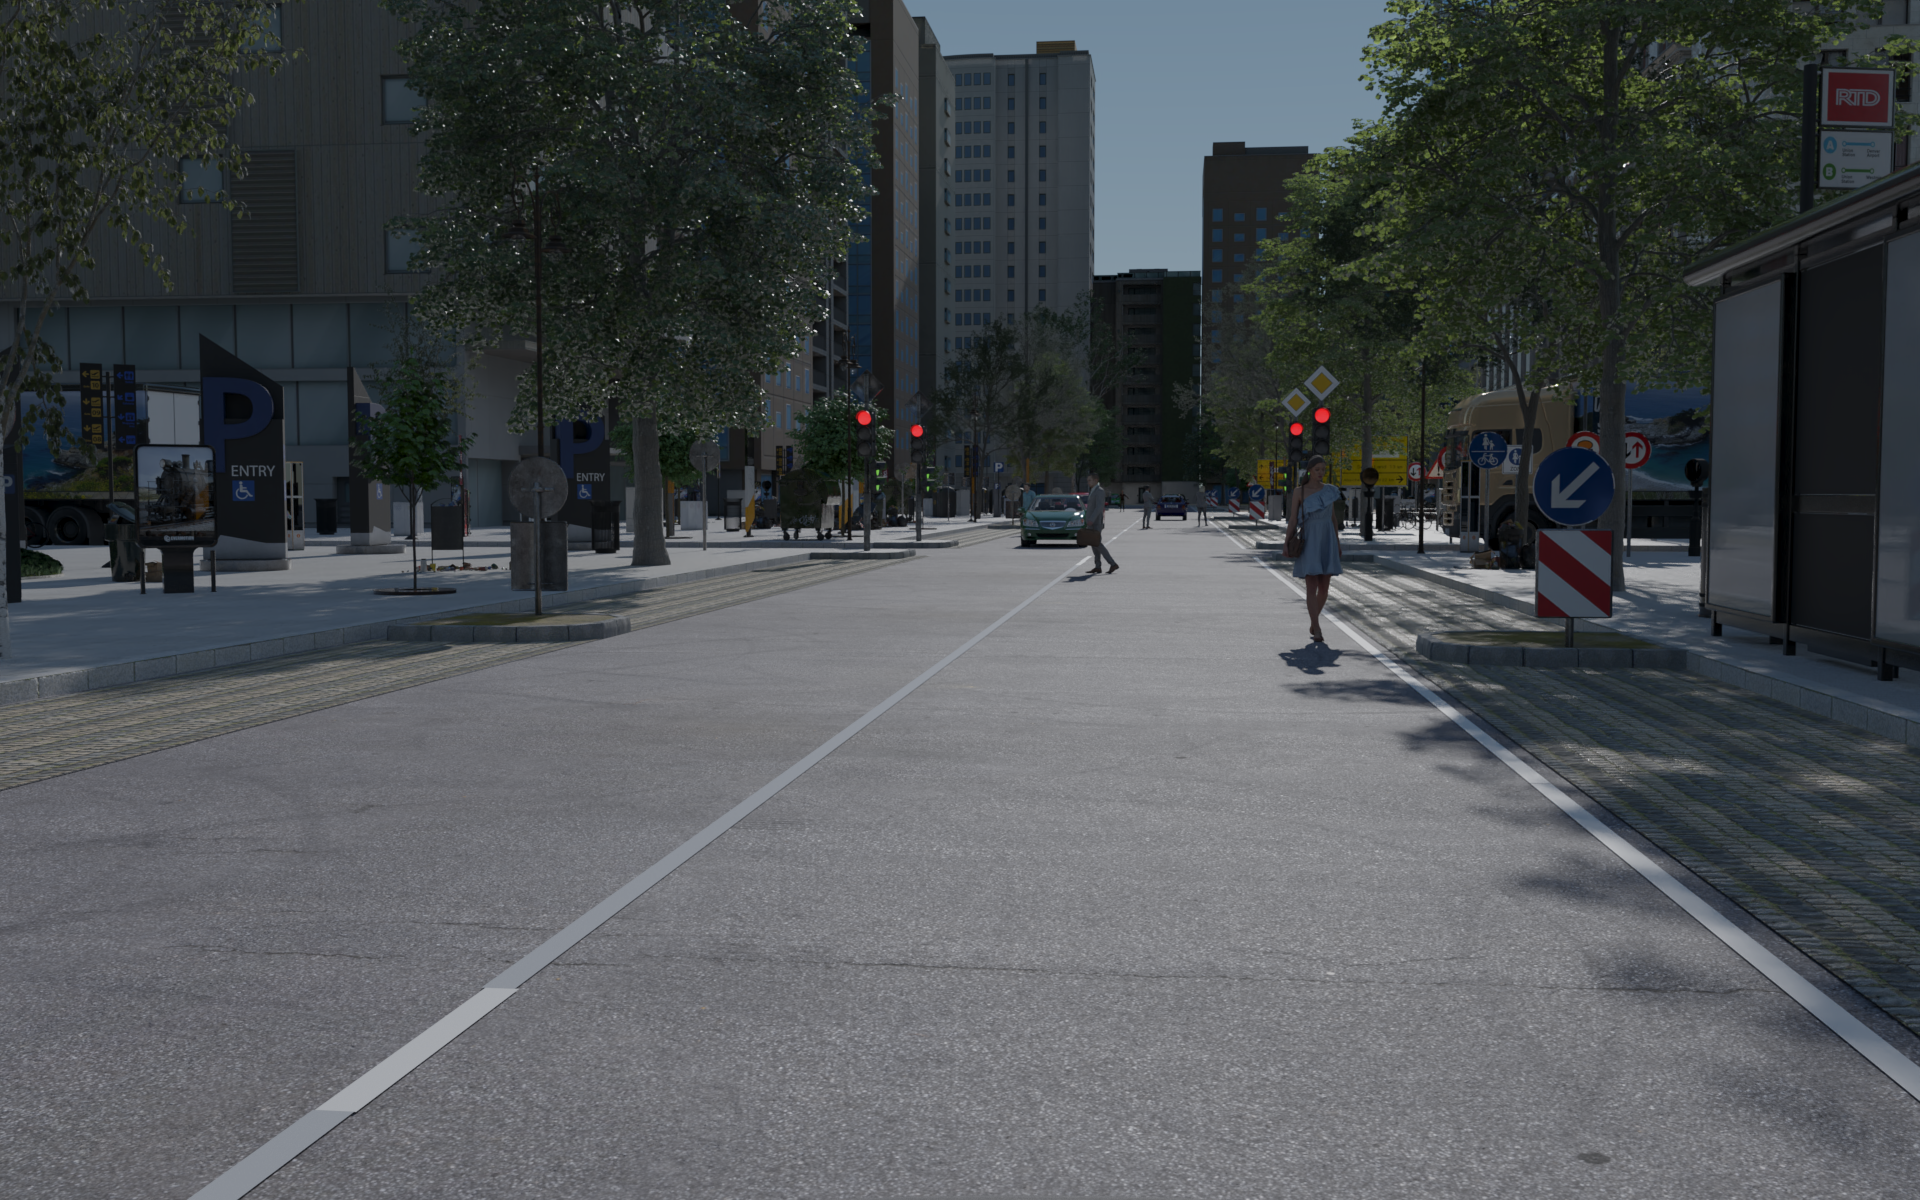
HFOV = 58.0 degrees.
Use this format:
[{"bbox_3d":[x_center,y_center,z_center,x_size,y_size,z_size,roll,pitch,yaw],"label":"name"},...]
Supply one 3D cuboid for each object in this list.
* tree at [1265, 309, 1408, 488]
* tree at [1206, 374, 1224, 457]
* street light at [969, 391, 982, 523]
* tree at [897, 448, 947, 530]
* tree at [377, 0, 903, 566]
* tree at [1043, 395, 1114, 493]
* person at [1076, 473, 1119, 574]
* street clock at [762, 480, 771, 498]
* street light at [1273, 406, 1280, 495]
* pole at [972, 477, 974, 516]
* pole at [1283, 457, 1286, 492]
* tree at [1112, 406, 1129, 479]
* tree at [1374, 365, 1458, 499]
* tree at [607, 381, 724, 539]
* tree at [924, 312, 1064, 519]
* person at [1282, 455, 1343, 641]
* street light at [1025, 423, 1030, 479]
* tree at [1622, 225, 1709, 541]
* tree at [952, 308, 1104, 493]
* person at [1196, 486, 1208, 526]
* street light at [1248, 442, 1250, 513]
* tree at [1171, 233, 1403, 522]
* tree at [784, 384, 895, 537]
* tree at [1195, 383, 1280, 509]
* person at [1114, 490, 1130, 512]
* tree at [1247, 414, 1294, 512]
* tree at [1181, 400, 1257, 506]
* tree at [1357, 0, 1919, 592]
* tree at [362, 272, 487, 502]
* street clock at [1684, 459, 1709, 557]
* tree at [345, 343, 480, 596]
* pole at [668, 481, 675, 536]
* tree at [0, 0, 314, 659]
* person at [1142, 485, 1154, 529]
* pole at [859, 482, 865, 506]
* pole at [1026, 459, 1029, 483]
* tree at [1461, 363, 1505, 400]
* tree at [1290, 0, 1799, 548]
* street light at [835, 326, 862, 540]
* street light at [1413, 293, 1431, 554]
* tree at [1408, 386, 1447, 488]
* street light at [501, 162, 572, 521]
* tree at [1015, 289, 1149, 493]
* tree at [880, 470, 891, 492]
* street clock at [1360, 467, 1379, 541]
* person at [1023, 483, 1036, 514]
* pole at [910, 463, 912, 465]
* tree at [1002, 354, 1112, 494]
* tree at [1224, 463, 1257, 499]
[{"bbox_3d":[13.508,-6.952,64.032,4.737,8.622,4.395,0,3,0],"label":"tree"},{"bbox_3d":[12.360,-8.203,52.252,7.486,12.596,7.792,0,3,0],"label":"tree"},{"bbox_3d":[0.680,-6.405,77.507,0.468,5.910,1.993,0,4,7],"label":"street light"},{"bbox_3d":[-1.302,-4.151,62.473,1.663,3.219,1.824,0,3,0],"label":"tree"},{"bbox_3d":[-5.580,-7.591,30.766,9.857,13.997,8.962,0,3,0],"label":"tree"},{"bbox_3d":[12.342,-15.631,181.324,9.928,11.665,9.643,0,3,0],"label":"tree"},{"bbox_3d":[2.444,-1.387,31.304,0.853,1.813,0.709,-1,4,-15],"label":"person"},{"bbox_3d":[-10.198,-5.309,91.380,0.471,2.002,0.358,-3,5,-42],"label":"street clock"},{"bbox_3d":[16.361,-7.143,89.570,0.468,5.910,1.993,0,4,7],"label":"street light"},{"bbox_3d":[0.744,-6.578,101.389,0.158,3.312,0.155,0,3,0],"label":"pole"},{"bbox_3d":[17.695,-6.153,94.452,0.158,3.312,0.155,0,3,0],"label":"pole"},{"bbox_3d":[15.600,-17.178,198.983,7.486,12.596,7.792,0,3,0],"label":"tree"},{"bbox_3d":[23.988,-8.752,93.452,4.360,8.622,3.978,0,3,0],"label":"tree"},{"bbox_3d":[-8.484,-4.057,50.046,4.285,4.588,4.351,0,3,0],"label":"tree"},{"bbox_3d":[1.211,-9.426,88.535,7.601,10.594,8.767,2,4,28],"label":"tree"},{"bbox_3d":[3.469,-0.519,17.077,0.616,1.811,0.778,0,4,2],"label":"person"},{"bbox_3d":[4.250,-8.204,106.928,0.468,5.910,1.993,0,4,7],"label":"street light"},{"bbox_3d":[19.111,-5.923,47.197,4.360,8.622,3.978,0,3,0],"label":"tree"},{"bbox_3d":[4.303,-12.488,114.547,12.009,13.543,11.850,0,3,0],"label":"tree"},{"bbox_3d":[10.811,-4.209,77.495,0.537,1.800,0.526,3,4,37],"label":"person"},{"bbox_3d":[19.902,-8.942,118.994,0.468,5.910,1.993,0,4,7],"label":"street light"},{"bbox_3d":[15.495,-10.432,80.927,12.009,13.543,11.850,0,3,0],"label":"tree"},{"bbox_3d":[-3.596,-4.171,51.917,4.285,4.588,4.351,0,3,0],"label":"tree"},{"bbox_3d":[24.585,-13.900,153.015,9.928,11.665,9.643,0,3,0],"label":"tree"},{"bbox_3d":[12.890,-7.873,137.739,1.217,1.766,0.721,1,4,16],"label":"person"},{"bbox_3d":[21.948,-10.570,123.175,4.360,8.622,3.978,0,3,0],"label":"tree"},{"bbox_3d":[28.617,-16.610,188.585,9.611,12.733,9.660,0,3,0],"label":"tree"},{"bbox_3d":[8.469,-6.418,23.059,7.486,12.596,7.792,0,3,0],"label":"tree"},{"bbox_3d":[-18.104,-6.593,58.162,4.360,8.622,3.978,0,3,0],"label":"tree"},{"bbox_3d":[15.136,-1.898,35.605,0.358,2.002,0.471,-1,4,-21],"label":"street clock"},{"bbox_3d":[-6.955,-1.700,22.394,1.663,3.219,1.824,0,3,0],"label":"tree"},{"bbox_3d":[-8.809,-3.604,52.771,0.158,3.312,0.155,0,3,0],"label":"pole"},{"bbox_3d":[-7.275,-3.853,13.352,4.360,8.622,3.978,0,3,0],"label":"tree"},{"bbox_3d":[7.820,-3.860,71.794,0.466,1.800,0.511,-3,5,-44],"label":"person"},{"bbox_3d":[-3.752,-4.396,65.724,0.158,3.312,0.155,0,3,0],"label":"pole"},{"bbox_3d":[3.904,-6.474,99.688,0.158,3.312,0.155,0,3,0],"label":"pole"},{"bbox_3d":[29.441,-9.000,97.516,4.360,8.622,3.978,0,3,0],"label":"tree"},{"bbox_3d":[10.217,-5.929,31.349,8.767,10.594,7.601,1,4,12],"label":"tree"},{"bbox_3d":[-3.058,-4.588,47.798,0.468,5.910,1.993,0,4,7],"label":"street light"},{"bbox_3d":[9.943,-3.939,37.184,0.468,5.910,1.993,0,4,7],"label":"street light"},{"bbox_3d":[29.130,-9.781,110.280,4.737,8.622,4.395,0,3,0],"label":"tree"},{"bbox_3d":[-5.965,-3.168,24.586,0.468,5.910,1.993,0,4,7],"label":"street light"},{"bbox_3d":[11.642,-18.468,157.839,12.611,20.169,13.585,0,3,0],"label":"tree"},{"bbox_3d":[-5.275,-7.410,115.750,1.663,3.219,1.824,0,3,0],"label":"tree"},{"bbox_3d":[11.111,-2.599,47.057,0.471,2.002,0.358,0,4,-2],"label":"street clock"},{"bbox_3d":[2.466,-3.158,60.156,0.660,1.820,0.620,3,5,39],"label":"person"},{"bbox_3d":[-3.150,-7.276,112.798,0.158,3.312,0.155,0,3,0],"label":"pole"},{"bbox_3d":[7.328,-13.418,137.505,7.486,12.596,7.792,0,3,0],"label":"tree"},{"bbox_3d":[27.902,-11.517,172.014,4.285,4.588,4.351,0,3,0],"label":"tree"}]
